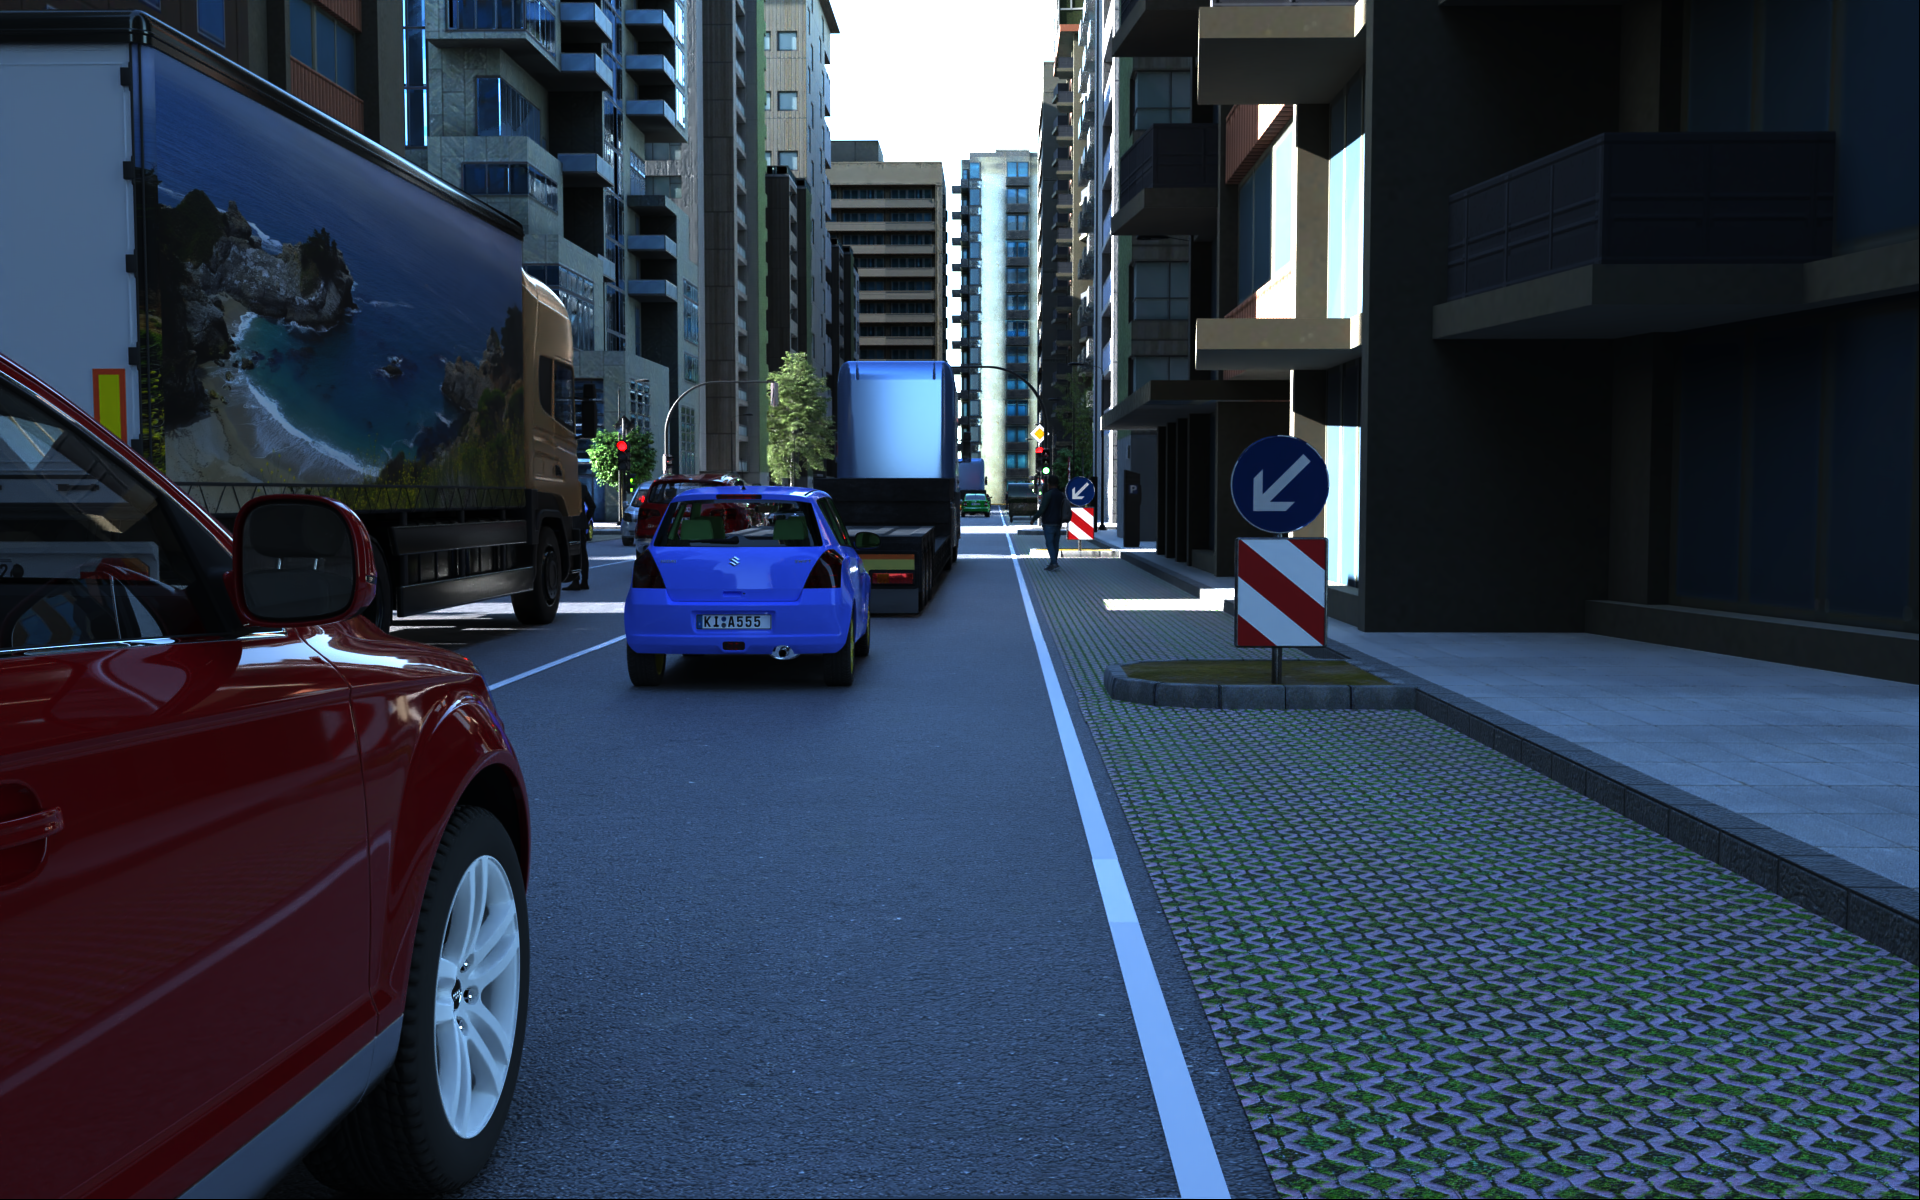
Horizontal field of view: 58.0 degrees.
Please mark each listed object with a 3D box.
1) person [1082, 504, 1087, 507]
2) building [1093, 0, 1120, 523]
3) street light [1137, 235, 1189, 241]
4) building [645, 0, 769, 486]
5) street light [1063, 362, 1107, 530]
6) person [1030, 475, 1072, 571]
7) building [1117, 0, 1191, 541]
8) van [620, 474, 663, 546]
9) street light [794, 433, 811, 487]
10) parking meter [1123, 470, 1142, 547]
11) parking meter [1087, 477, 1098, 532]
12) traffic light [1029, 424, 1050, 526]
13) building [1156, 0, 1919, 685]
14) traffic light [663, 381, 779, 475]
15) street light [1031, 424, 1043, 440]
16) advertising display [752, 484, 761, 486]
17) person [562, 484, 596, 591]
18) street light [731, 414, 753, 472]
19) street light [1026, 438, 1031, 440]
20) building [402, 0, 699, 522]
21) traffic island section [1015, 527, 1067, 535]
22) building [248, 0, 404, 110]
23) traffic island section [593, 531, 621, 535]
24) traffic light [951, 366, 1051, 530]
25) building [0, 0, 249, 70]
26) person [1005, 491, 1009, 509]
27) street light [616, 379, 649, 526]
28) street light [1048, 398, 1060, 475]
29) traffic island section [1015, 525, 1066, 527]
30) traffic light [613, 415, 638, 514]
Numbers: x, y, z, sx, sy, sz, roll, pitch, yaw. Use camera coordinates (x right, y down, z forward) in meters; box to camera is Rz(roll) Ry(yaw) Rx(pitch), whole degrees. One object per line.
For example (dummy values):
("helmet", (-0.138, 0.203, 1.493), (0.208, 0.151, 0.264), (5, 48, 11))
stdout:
("person", (6.337, -5.002, 88.036), (0.699, 1.804, 1.509), (0, 4, 3))
("building", (20.712, -32.778, 77.926), (28.212, 58.520, 21.231), (0, 4, 1))
("street light", (3.843, -3.574, 30.977), (1.470, 5.913, 1.316), (0, 4, 1))
("building", (-21.578, -26.877, 123.036), (14.154, 41.232, 14.086), (0, 4, 1))
("street light", (4.500, -5.422, 61.192), (1.470, 5.913, 1.316), (0, 4, 1))
("person", (1.725, -1.424, 32.126), (0.721, 1.781, 0.623), (3, 5, 40))
("building", (11.769, -22.556, 52.384), (14.154, 41.232, 14.086), (0, 4, 1))
("van", (-8.490, -2.591, 49.367), (2.013, 2.044, 4.112), (0, 4, 2))
("street light", (-11.986, -9.706, 131.239), (1.470, 5.913, 1.316), (0, 4, 1))
("parking meter", (4.174, -2.214, 41.913), (0.399, 1.863, 0.255), (0, 4, -8))
("parking meter", (4.447, -3.208, 58.162), (0.255, 1.863, 0.399), (-1, 4, -13))
("traffic light", (3.175, -4.924, 69.421), (0.839, 4.253, 0.868), (0, 4, 1))
("building", (13.540, -22.519, 22.813), (22.147, 44.769, 28.867), (0, 4, 1))
("traffic light", (-9.690, -5.813, 69.702), (4.771, 5.953, 1.251), (0, 4, 1))
("street light", (5.583, -8.658, 114.104), (1.470, 5.913, 1.316), (0, 4, 1))
("advertising display", (-12.804, -6.353, 109.088), (0.123, 1.923, 0.974), (1, 4, 23))
("person", (-5.801, -1.100, 25.841), (0.474, 1.900, 0.648), (3, 5, 40))
("street light", (-12.640, -7.801, 100.090), (1.470, 5.913, 1.316), (0, 4, 1))
("street light", (6.171, -10.519, 144.523), (1.470, 5.913, 1.316), (0, 4, 1))
("building", (-25.876, -47.619, 91.249), (22.319, 86.520, 31.000), (0, 4, 1))
("traffic island section", (3.052, -2.402, 61.551), (2.009, 0.180, 2.903), (0, 4, 1))
("building", (-29.855, -24.066, 48.109), (28.867, 44.769, 22.147), (0, 4, 1))
("traffic island section", (-11.986, -2.421, 61.862), (2.009, 0.180, 2.903), (0, 4, 1))
("traffic light", (0.919, -5.301, 61.339), (4.771, 5.953, 1.251), (0, 4, 1))
("building", (-21.715, -23.115, 28.036), (14.600, 45.320, 14.200), (0, 4, 1))
("person", (4.501, -9.286, 161.127), (0.445, 1.727, 0.742), (3, 4, 36))
("street light", (-13.234, -5.965, 70.073), (1.470, 5.913, 1.316), (0, 4, 1))
("street light", (4.979, -6.822, 84.087), (1.470, 5.913, 1.316), (0, 4, 1))
("traffic island section", (3.215, -2.890, 69.535), (2.009, 0.180, 2.903), (0, 4, 1))
("traffic light", (-11.946, -4.453, 61.726), (0.839, 4.253, 0.868), (0, 4, 1))
